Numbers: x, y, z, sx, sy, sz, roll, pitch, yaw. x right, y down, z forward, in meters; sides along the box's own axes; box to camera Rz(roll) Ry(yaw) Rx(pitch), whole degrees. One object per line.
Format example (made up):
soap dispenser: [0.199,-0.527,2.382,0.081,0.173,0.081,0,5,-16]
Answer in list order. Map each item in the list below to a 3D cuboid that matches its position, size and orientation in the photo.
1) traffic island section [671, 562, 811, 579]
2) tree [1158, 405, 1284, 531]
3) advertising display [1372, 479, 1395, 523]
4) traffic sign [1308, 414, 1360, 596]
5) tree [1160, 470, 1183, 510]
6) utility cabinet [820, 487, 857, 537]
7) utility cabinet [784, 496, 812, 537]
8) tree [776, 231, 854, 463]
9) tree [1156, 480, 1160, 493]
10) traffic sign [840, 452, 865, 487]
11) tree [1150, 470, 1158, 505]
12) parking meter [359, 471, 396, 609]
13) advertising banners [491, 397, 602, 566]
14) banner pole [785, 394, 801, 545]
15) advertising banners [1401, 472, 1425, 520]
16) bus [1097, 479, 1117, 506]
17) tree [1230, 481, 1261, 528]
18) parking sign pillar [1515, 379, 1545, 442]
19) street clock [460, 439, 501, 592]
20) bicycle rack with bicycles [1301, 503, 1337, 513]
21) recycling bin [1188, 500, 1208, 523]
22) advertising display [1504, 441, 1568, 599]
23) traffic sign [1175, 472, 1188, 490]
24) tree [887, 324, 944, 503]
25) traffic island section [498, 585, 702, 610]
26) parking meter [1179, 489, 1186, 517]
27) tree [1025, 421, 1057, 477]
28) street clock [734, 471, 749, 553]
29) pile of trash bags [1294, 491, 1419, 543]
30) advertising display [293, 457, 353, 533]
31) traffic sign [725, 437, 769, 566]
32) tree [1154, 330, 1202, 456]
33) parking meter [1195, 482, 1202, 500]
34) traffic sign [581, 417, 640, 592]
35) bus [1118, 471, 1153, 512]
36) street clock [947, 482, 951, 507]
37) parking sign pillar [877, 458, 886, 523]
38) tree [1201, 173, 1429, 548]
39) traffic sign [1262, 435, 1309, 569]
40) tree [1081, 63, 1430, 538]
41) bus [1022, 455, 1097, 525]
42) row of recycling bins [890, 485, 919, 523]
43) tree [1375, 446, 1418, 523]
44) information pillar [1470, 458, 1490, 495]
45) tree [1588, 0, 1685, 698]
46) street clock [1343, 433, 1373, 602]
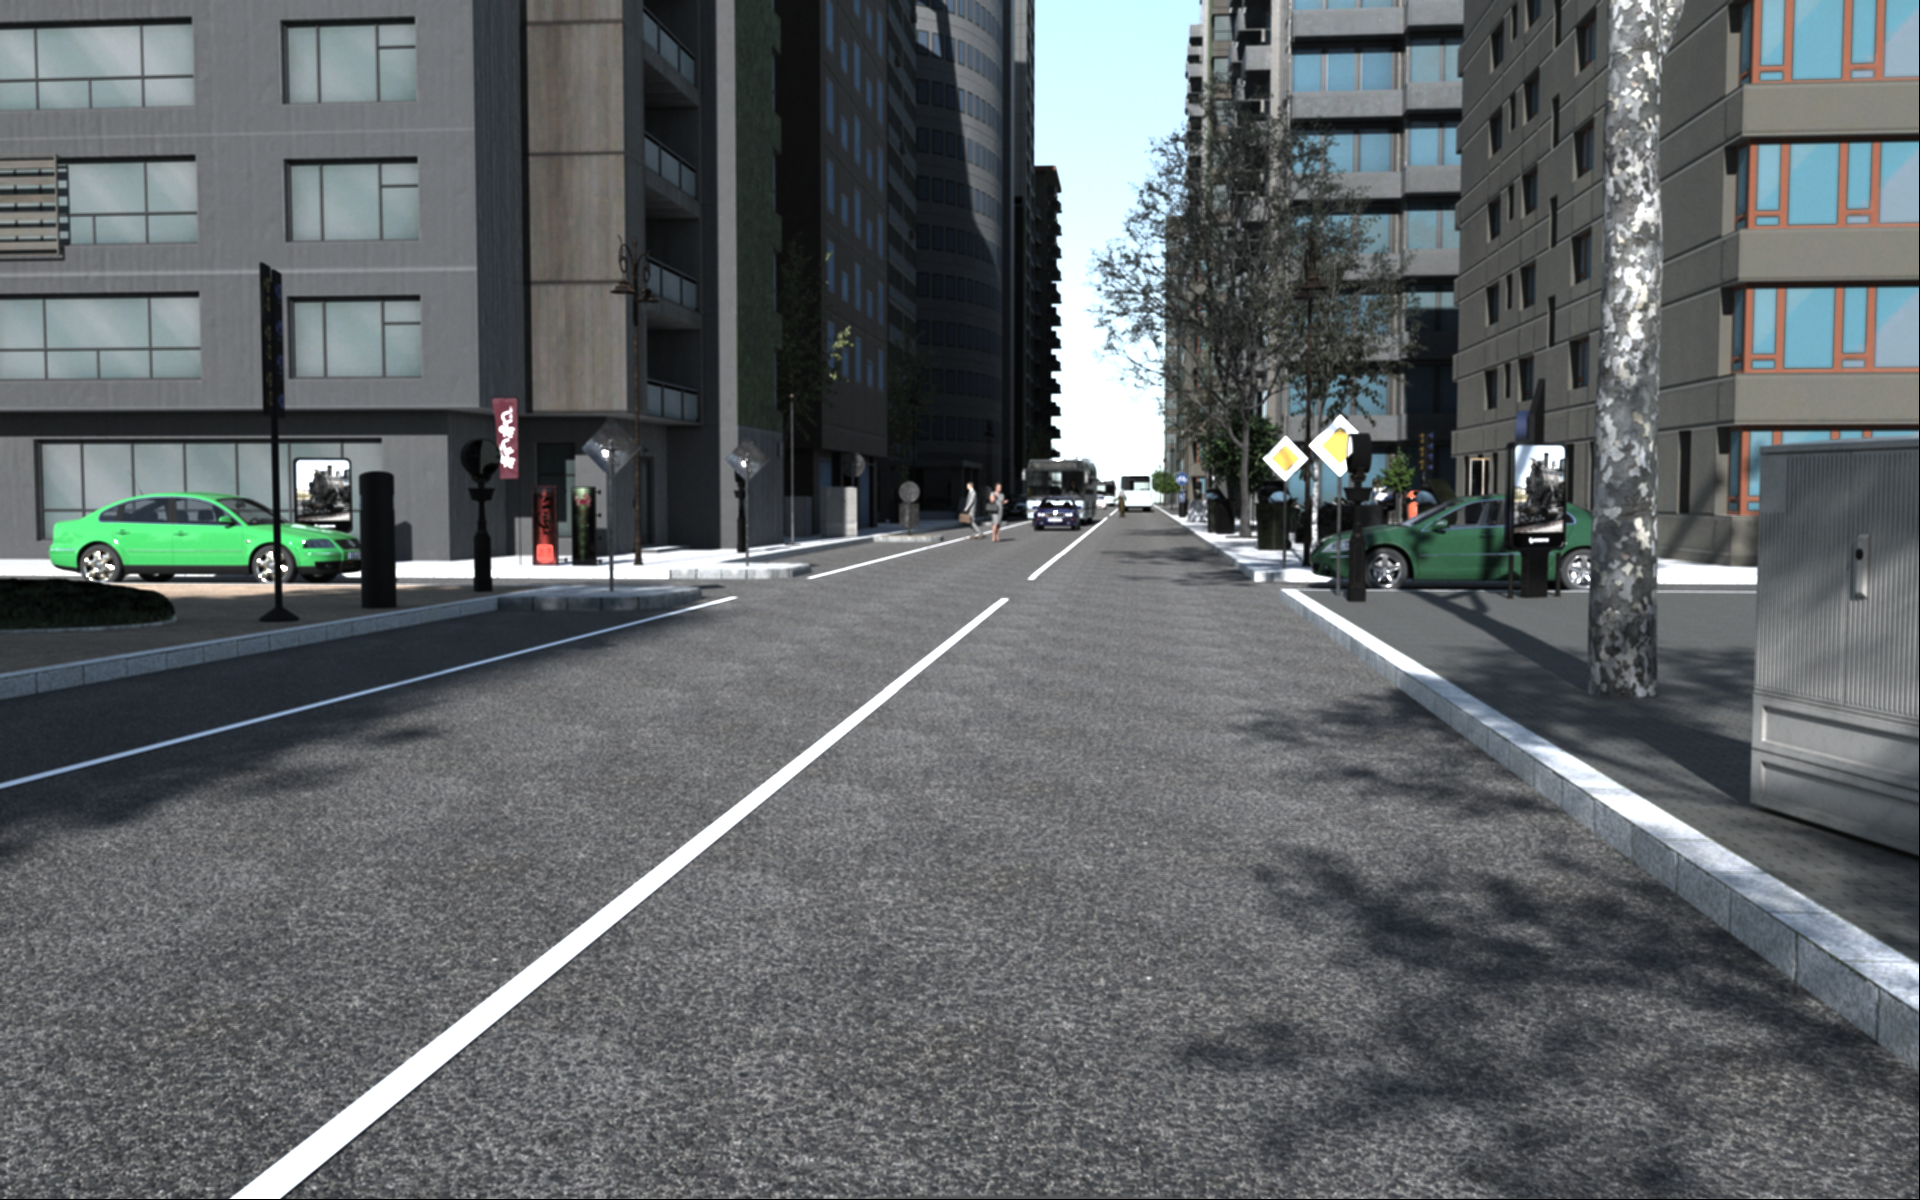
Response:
traffic island section: [-3.796,-0.518,30.743,2.009,0.180,2.903,0,4,6]
tree: [10.113,-4.711,60.743,4.285,4.588,4.351,0,3,0]
advertising display: [17.594,-4.079,71.908,0.974,1.923,0.123,3,4,38]
traffic sign: [4.762,-1.108,21.766,0.795,2.450,0.064,0,4,6]
tree: [17.084,-8.779,138.138,1.663,3.219,1.824,0,3,0]
utility cabinet: [-3.573,-2.600,51.194,1.173,1.500,0.318,-3,5,-43]
utility cabinet: [-4.846,-2.496,51.963,0.306,1.237,1.020,-3,5,-43]
tree: [-5.148,-6.059,49.434,4.737,8.622,4.395,0,3,0]
tree: [23.674,-12.706,202.348,1.663,3.219,1.824,0,3,0]
traffic sign: [-3.260,-3.212,52.626,0.768,2.556,0.104,0,4,6]
tree: [24.478,-13.918,211.279,4.285,4.588,4.351,0,3,0]
parking meter: [-6.570,-0.681,19.543,0.372,1.533,0.369,0,3,0]
advertising banners: [-7.435,-2.135,31.096,2.074,3.025,0.090,1,4,13]
banner pole: [-4.221,-3.277,43.590,0.401,3.779,0.863,0,4,-6]
advertising banners: [16.501,-4.074,62.805,0.090,3.025,2.074,-1,4,-10]
bus: [17.002,-12.791,203.990,2.948,3.499,13.247,0,4,5]
tree: [11.215,-4.356,65.828,1.663,3.219,1.824,0,3,0]
parking sign pillar: [13.163,-3.153,40.022,1.447,3.967,1.447,2,4,27]
street clock: [-6.284,-1.113,22.761,0.471,2.002,0.358,-2,4,-33]
bicycle rack with bicycles: [14.253,-3.218,65.996,2.852,0.926,2.925,-2,4,-30]
recycling bin: [10.744,-4.007,78.073,0.722,1.027,0.722,-1,4,-22]
advertising display: [7.129,-0.993,21.450,0.974,1.923,0.123,-2,4,-31]
traffic sign: [12.980,-6.194,101.371,0.768,2.556,0.104,0,4,6]
tree: [-2.639,-7.577,74.240,4.737,8.622,4.395,0,3,0]
traffic island section: [-4.606,-0.032,22.799,2.009,0.180,2.903,0,4,6]
parking meter: [12.276,-5.329,95.536,0.372,1.533,0.369,0,3,0]
tree: [7.719,-13.667,173.824,4.737,8.622,4.395,0,3,0]
street clock: [-4.787,-2.044,37.985,0.358,2.002,0.471,-1,4,-17]
pile of trash bags: [10.656,-2.197,45.673,3.447,1.369,1.912,0,4,-5]
advertising display: [-11.300,-1.561,30.732,0.974,1.923,0.123,-2,4,-30]
traffic sign: [-3.772,-1.654,30.679,0.795,2.450,0.064,0,4,6]
tree: [10.237,-7.395,71.264,4.360,8.622,3.978,0,3,0]
parking meter: [11.376,-4.709,82.696,0.255,1.863,0.399,1,4,22]
traffic sign: [-4.582,-1.168,22.735,0.795,2.450,0.064,0,4,6]
bus: [14.442,-9.024,142.396,2.948,3.499,13.247,0,4,6]
street clock: [-0.600,-6.200,105.938,0.358,2.002,0.471,1,4,21]
parking sign pillar: [-4.075,-5.496,78.332,1.447,3.967,1.447,1,4,22]
tree: [8.618,-5.534,40.837,4.360,8.622,3.978,0,3,0]
traffic sign: [5.572,-1.594,29.710,0.795,2.450,0.064,0,4,6]
tree: [8.211,-8.561,50.345,12.009,13.543,11.850,0,3,0]
bus: [4.911,-5.340,82.172,2.948,3.499,13.247,0,4,7]
row of recycling bins: [-2.533,-4.329,77.888,1.069,1.692,3.534,1,4,8]
tree: [17.563,-4.597,69.757,1.663,3.219,1.824,0,3,0]
information pillar: [10.734,-1.915,35.796,0.304,2.012,0.304,3,5,41]
tree: [4.736,-9.371,9.109,12.611,20.169,13.585,0,3,0]
street clock: [4.743,-0.984,20.656,0.358,2.002,0.471,0,4,2]
